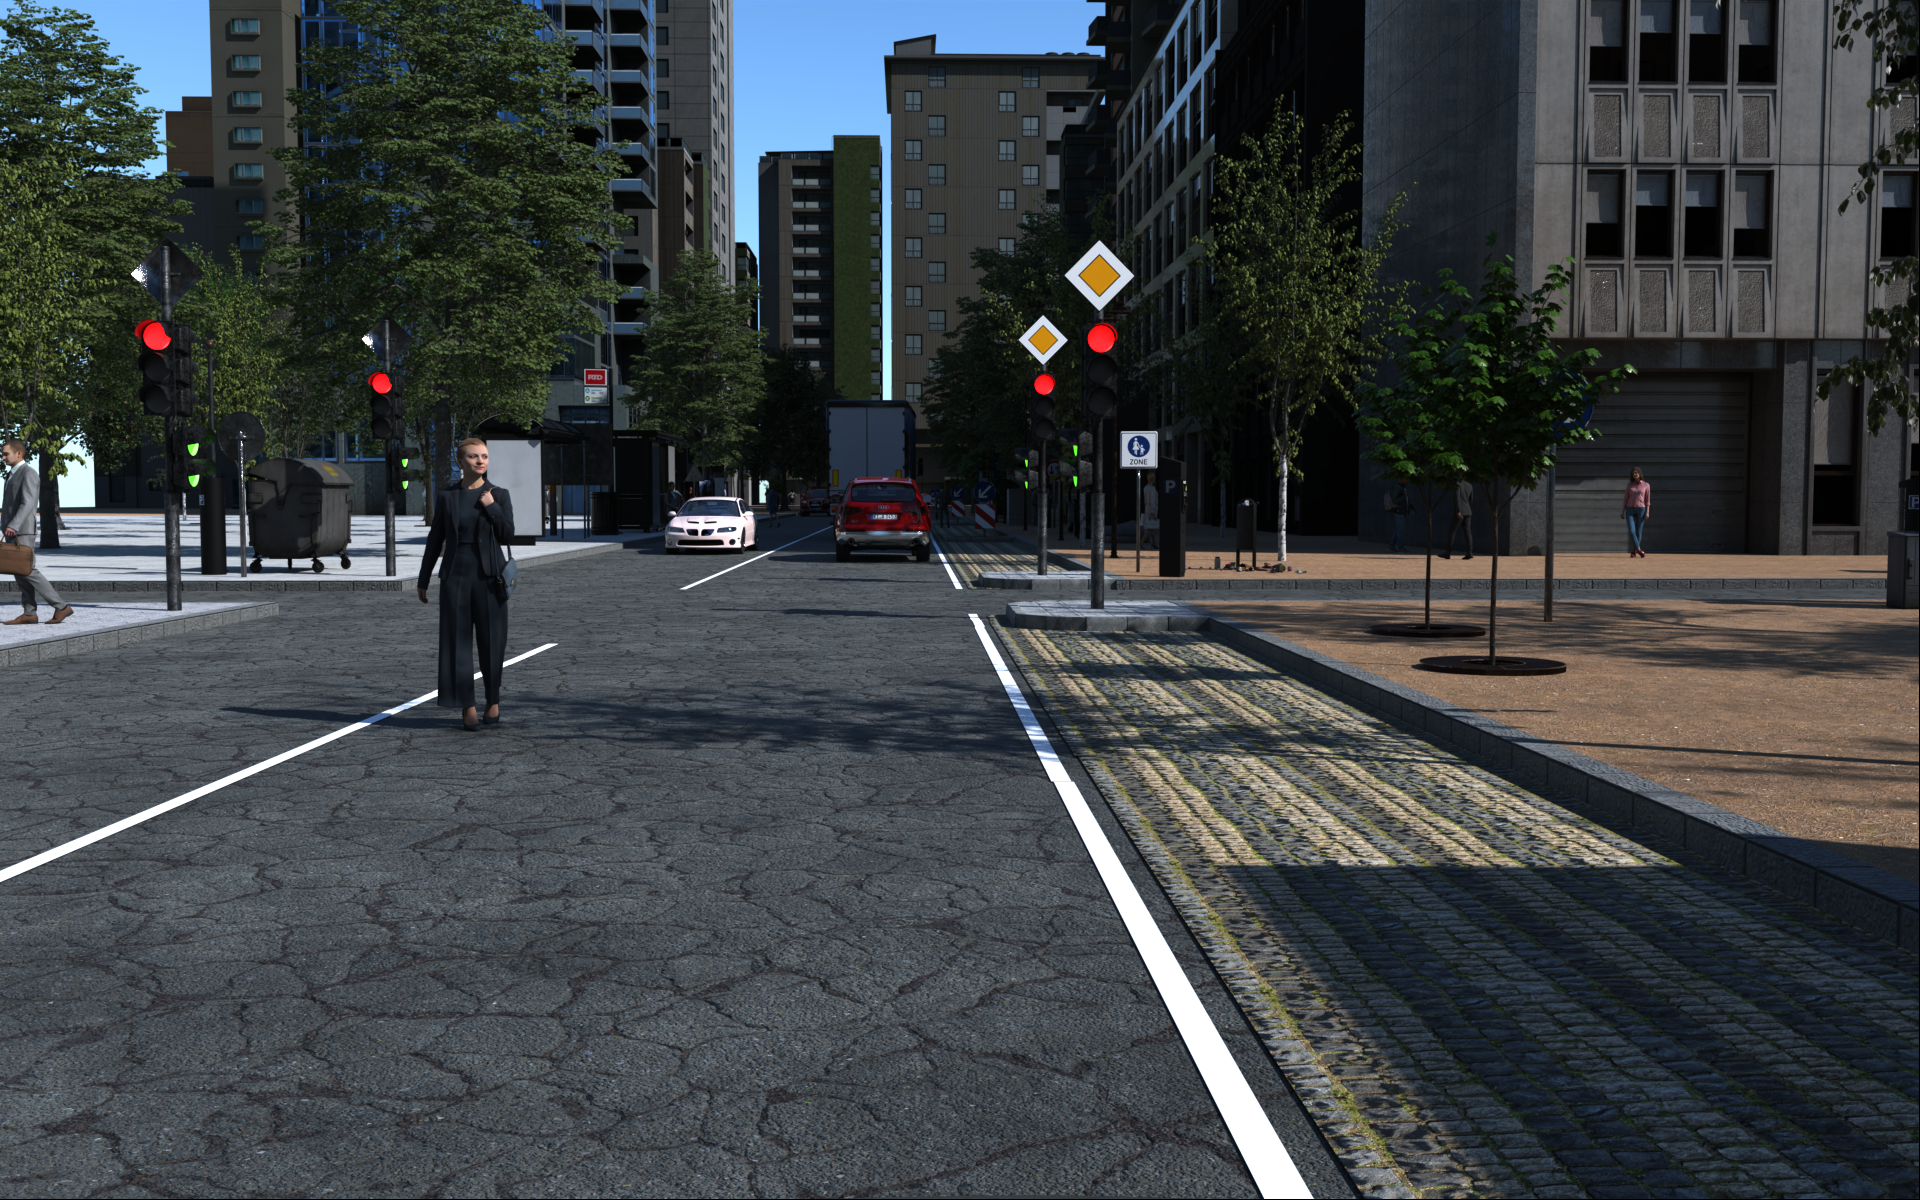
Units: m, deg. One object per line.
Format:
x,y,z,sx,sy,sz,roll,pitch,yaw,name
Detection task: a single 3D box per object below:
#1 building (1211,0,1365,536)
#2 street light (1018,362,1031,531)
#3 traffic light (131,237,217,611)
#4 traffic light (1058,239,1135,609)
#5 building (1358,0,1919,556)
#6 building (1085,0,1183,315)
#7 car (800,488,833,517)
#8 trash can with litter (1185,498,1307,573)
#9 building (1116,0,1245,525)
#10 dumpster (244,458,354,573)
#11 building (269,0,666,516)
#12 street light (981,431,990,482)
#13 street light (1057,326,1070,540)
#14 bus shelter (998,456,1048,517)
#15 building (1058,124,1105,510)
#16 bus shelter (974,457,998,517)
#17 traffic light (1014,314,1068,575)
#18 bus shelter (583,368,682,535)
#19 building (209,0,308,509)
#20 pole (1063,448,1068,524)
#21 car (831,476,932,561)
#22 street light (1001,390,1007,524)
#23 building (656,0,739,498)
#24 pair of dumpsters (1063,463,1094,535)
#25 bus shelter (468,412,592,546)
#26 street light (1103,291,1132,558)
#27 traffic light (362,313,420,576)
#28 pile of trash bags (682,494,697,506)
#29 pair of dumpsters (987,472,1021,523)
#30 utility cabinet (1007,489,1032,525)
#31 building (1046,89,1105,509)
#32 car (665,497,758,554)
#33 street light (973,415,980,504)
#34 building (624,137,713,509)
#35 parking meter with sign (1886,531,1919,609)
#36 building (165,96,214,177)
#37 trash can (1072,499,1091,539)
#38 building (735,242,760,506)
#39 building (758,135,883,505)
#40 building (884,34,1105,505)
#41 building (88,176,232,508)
16.356,-14.110,60.377,12.332,23.373,15.834,0,4,-2,building
2.303,-5.387,60.866,0.468,5.910,1.993,0,4,-2,street light
-8.636,-1.837,18.963,0.839,4.253,0.868,0,4,-2,traffic light
1.520,-1.857,19.281,0.839,4.253,0.868,0,4,-2,traffic light
21.044,-13.646,41.132,19.932,24.808,12.078,0,4,-2,building
20.099,-28.279,116.984,22.147,44.769,28.867,0,4,-2,building
-9.177,-6.331,112.186,2.281,1.827,5.304,0,3,0,car
4.899,-1.090,28.885,1.678,1.210,2.233,-2,4,-23,trash can with litter
19.356,-17.213,85.945,19.350,26.468,34.151,0,4,-2,building
-10.967,-1.408,28.783,1.264,1.857,1.865,0,4,-2,dumpster
-31.316,-49.080,115.135,22.319,86.520,31.000,0,4,-2,building
1.483,-7.058,88.182,0.468,5.910,1.993,0,4,-2,street light
2.801,-4.585,47.751,0.468,5.910,1.993,0,4,-2,street light
3.118,-5.543,84.548,2.014,3.302,5.546,0,4,-2,bus shelter
14.747,-22.448,138.718,14.160,30.474,14.107,0,4,-2,building
1.866,-6.196,95.228,2.014,3.302,5.546,0,4,-2,bus shelter
1.282,-2.345,27.262,0.839,4.253,0.868,0,4,-2,traffic light
-10.984,-4.916,58.009,2.179,5.291,8.768,0,4,-2,bus shelter
-52.847,-32.628,157.170,21.600,48.544,21.300,0,4,-2,building
4.535,-4.940,74.612,0.158,3.312,0.155,0,3,0,pole
-1.731,-1.819,38.422,2.281,1.827,5.304,0,4,-3,car
1.940,-6.241,74.823,0.468,5.910,1.993,0,4,-2,street light
-31.788,-44.041,158.317,20.611,71.187,20.563,0,4,-2,building
4.312,-3.272,55.997,1.574,2.255,4.437,0,4,-2,pair of dumpsters
-11.184,-3.154,45.499,2.014,3.302,5.546,0,4,-2,bus shelter
3.094,-3.782,34.630,0.468,5.910,1.993,0,4,-2,street light
-8.874,-2.326,26.944,0.839,4.253,0.868,0,4,-2,traffic light
-12.602,-4.568,84.436,1.912,1.369,3.447,-1,4,-12,pile of trash bags
1.947,-4.699,79.326,1.574,2.255,4.437,0,4,-2,pair of dumpsters
2.533,-3.837,71.418,1.173,1.500,0.318,-1,4,-16,utility cabinet
23.647,-28.519,158.163,32.217,40.220,23.993,0,4,-2,building
-6.088,-1.864,42.837,2.083,1.381,4.827,0,3,0,car
1.031,-7.908,102.083,0.468,5.910,1.993,0,4,-2,street light
-27.972,-22.534,140.131,14.160,30.474,14.107,0,4,-2,building
11.337,-1.412,19.342,1.738,3.016,0.543,0,4,-3,parking meter with sign
-80.433,-33.552,198.684,14.200,45.320,14.600,0,4,-2,building
3.586,-2.323,49.632,0.748,1.137,0.748,0,3,0,trash can
-30.696,-26.184,199.816,14.107,30.474,14.160,0,4,-2,building
-15.948,-31.605,200.339,14.086,41.232,14.154,0,4,-2,building
4.889,-37.860,208.244,27.495,52.752,28.713,0,4,-2,building
-70.813,-23.823,161.209,14.107,30.474,14.160,0,4,-2,building
